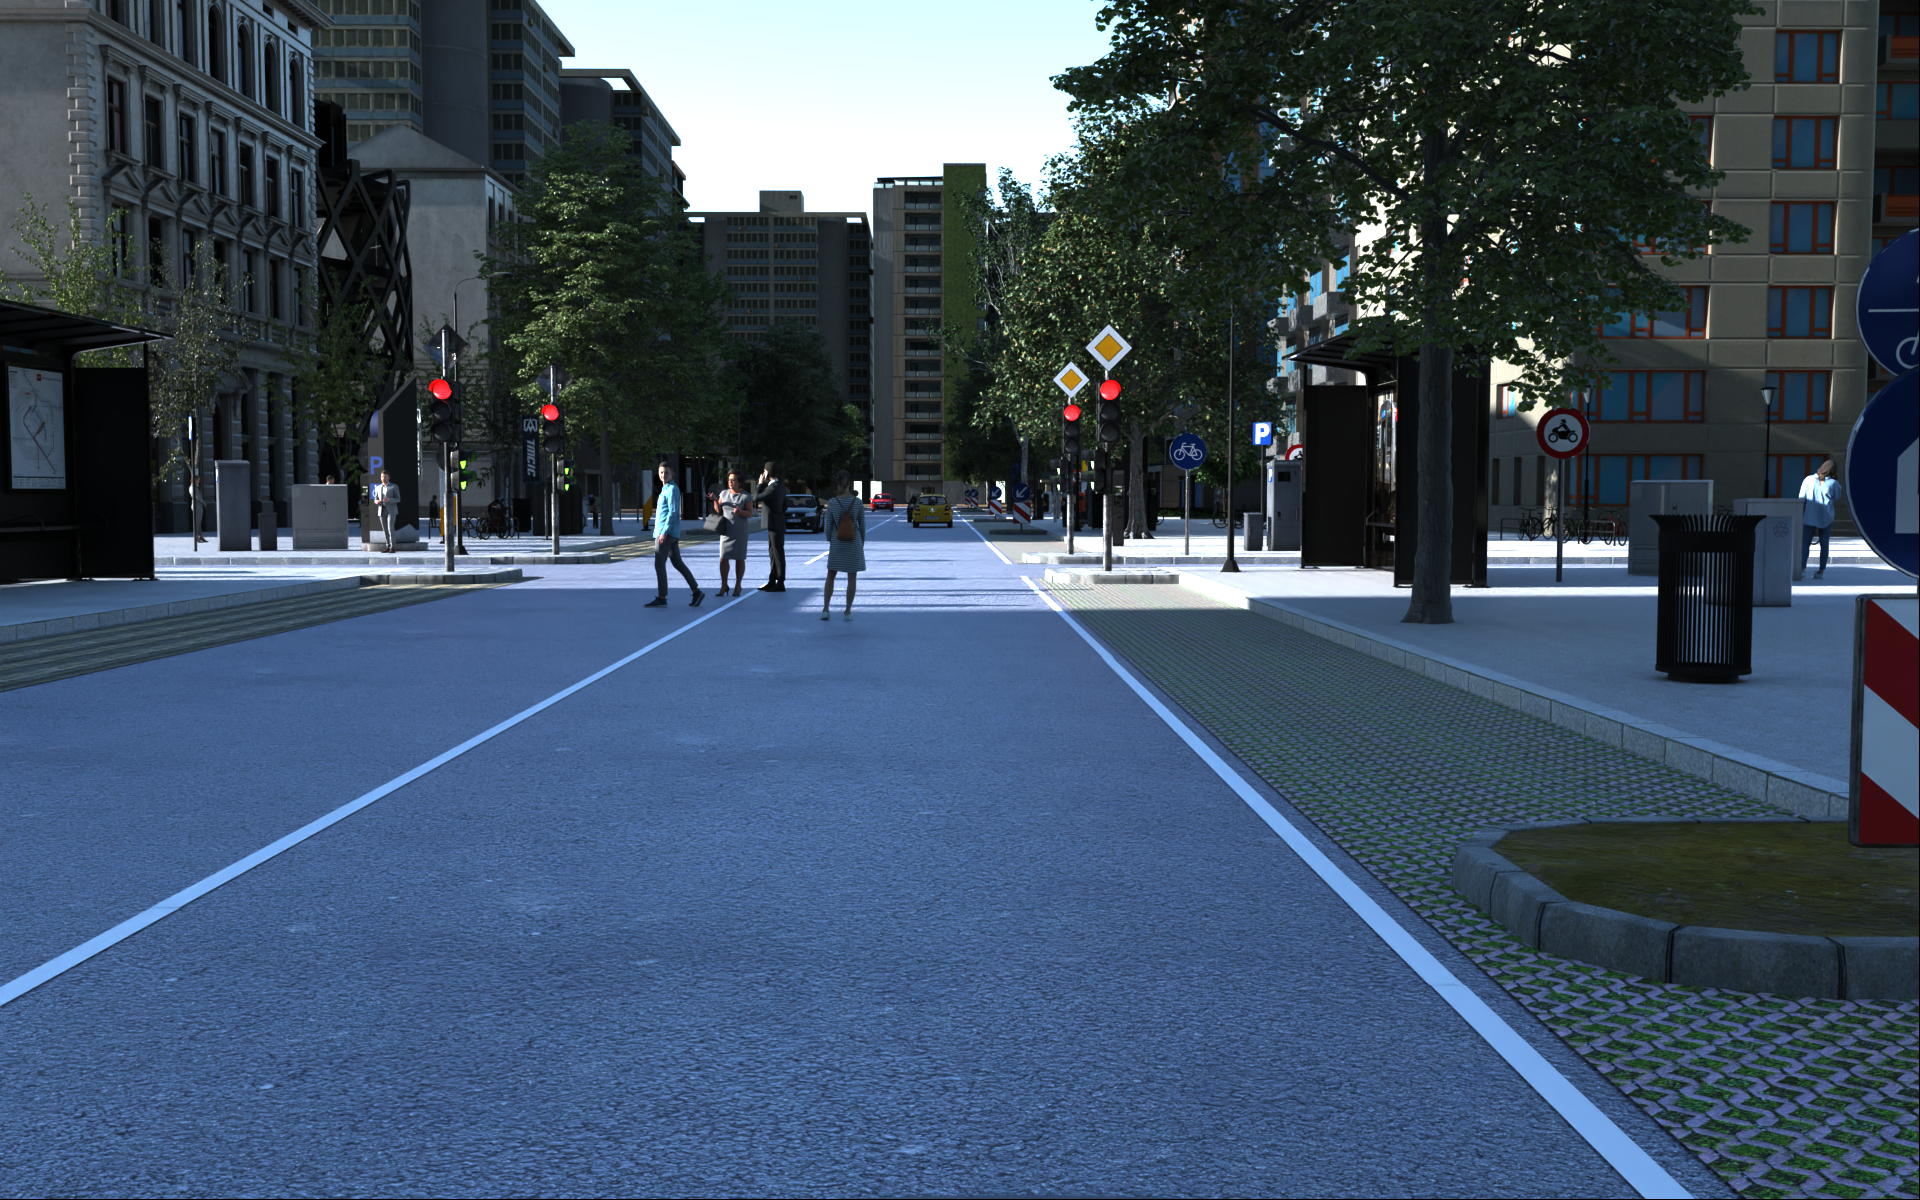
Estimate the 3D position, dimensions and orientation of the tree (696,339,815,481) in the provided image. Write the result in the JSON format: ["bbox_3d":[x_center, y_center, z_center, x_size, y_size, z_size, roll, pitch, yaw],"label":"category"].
[{"bbox_3d":[-12.608,-10.448,105.238,8.767,10.594,7.601,1,4,17],"label":"tree"}]

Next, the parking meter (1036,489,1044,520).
[{"bbox_3d":[4.003,-4.791,86.749,0.372,1.533,0.369,0,3,0],"label":"parking meter"}]

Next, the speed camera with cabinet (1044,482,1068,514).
[{"bbox_3d":[5.967,-7.194,111.952,2.038,3.252,0.660,0,4,-3],"label":"speed camera with cabinet"}]

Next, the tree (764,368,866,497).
[{"bbox_3d":[-12.912,-14.416,152.711,9.611,12.733,9.660,0,3,0],"label":"tree"}]

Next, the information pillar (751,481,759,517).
[{"bbox_3d":[-11.436,-5.626,96.477,0.304,2.012,0.304,2,4,31],"label":"information pillar"}]

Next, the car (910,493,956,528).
[{"bbox_3d":[-1.163,-3.959,74.952,2.015,1.641,3.980,0,4,0],"label":"car"}]

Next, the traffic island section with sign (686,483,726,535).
[{"bbox_3d":[-8.578,-3.220,61.275,1.989,1.847,2.006,0,4,-1],"label":"traffic island section with sign"}]

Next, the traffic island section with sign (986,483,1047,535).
[{"bbox_3d":[2.041,-3.228,61.406,1.989,1.847,2.006,0,4,-1],"label":"traffic island section with sign"}]

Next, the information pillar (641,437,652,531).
[{"bbox_3d":[-10.881,-4.211,60.198,0.183,3.616,0.504,2,4,25],"label":"information pillar"}]

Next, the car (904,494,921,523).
[{"bbox_3d":[-1.845,-4.825,88.672,2.009,1.686,4.222,0,4,-1],"label":"car"}]

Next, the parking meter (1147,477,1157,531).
[{"bbox_3d":[6.684,-3.359,60.635,0.255,1.863,0.399,-2,4,-24],"label":"parking meter"}]

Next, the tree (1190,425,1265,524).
[{"bbox_3d":[11.262,-5.514,73.869,4.285,4.588,4.351,0,3,0],"label":"tree"}]

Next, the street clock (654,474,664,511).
[{"bbox_3d":[-11.031,-3.608,63.562,0.358,2.002,0.471,-2,4,-35],"label":"street clock"}]

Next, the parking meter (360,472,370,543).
[{"bbox_3d":[-15.571,-2.440,45.603,0.255,1.863,0.399,1,4,15],"label":"parking meter"}]

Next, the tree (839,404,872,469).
[{"bbox_3d":[-12.856,-15.775,183.670,9.928,11.665,9.643,0,3,0],"label":"tree"}]

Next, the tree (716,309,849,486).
[{"bbox_3d":[-12.520,-13.122,121.193,9.857,13.997,8.962,0,3,0],"label":"tree"}]

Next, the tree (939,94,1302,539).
[{"bbox_3d":[4.954,-8.090,49.277,9.611,12.733,9.660,0,3,0],"label":"tree"}]

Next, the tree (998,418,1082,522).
[{"bbox_3d":[4.261,-7.805,77.970,4.360,8.622,3.978,0,3,0],"label":"tree"}]

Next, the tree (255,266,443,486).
[{"bbox_3d":[-19.932,-6.414,55.231,4.737,8.622,4.395,0,3,0],"label":"tree"}]

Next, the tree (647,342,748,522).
[{"bbox_3d":[-11.847,-7.938,80.149,4.737,8.622,4.395,0,3,0],"label":"tree"}]

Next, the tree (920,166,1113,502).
[{"bbox_3d":[4.143,-14.858,98.812,12.611,20.169,13.585,0,3,0],"label":"tree"}]

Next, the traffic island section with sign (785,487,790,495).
[{"bbox_3d":[-8.932,-4.869,88.228,1.989,1.847,2.006,0,4,-1],"label":"traffic island section with sign"}]

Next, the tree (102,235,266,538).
[{"bbox_3d":[-21.720,-6.001,48.473,4.360,8.622,3.978,0,3,0],"label":"tree"}]

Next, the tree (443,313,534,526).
[{"bbox_3d":[-20.621,-7.307,69.826,4.737,8.622,4.395,0,3,0],"label":"tree"}]

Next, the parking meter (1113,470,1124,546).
[{"bbox_3d":[3.891,-2.252,42.530,0.255,1.863,0.399,1,4,10],"label":"parking meter"}]

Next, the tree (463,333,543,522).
[{"bbox_3d":[-20.895,-7.900,79.526,4.360,8.622,3.978,0,3,0],"label":"tree"}]

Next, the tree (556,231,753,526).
[{"bbox_3d":[-12.033,-8.785,69.384,9.928,11.665,9.643,0,3,0],"label":"tree"}]

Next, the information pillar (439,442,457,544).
[{"bbox_3d":[-13.193,-3.262,44.689,0.504,3.616,0.183,-1,4,-14],"label":"information pillar"}]

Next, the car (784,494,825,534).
[{"bbox_3d":[-5.966,-3.316,64.004,2.009,1.686,4.222,0,4,0],"label":"car"}]

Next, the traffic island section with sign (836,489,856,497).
[{"bbox_3d":[-9.615,-7.990,139.259,1.989,1.847,2.006,0,4,-1],"label":"traffic island section with sign"}]

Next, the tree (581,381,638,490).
[{"bbox_3d":[-22.152,-9.702,108.985,4.360,8.622,3.978,0,3,0],"label":"tree"}]

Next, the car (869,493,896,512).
[{"bbox_3d":[-6.293,-8.081,141.169,2.155,1.783,4.494,0,4,-1],"label":"car"}]

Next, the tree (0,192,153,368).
[{"bbox_3d":[-21.471,-5.601,41.947,4.737,8.622,4.395,0,3,0],"label":"tree"}]

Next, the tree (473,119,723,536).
[{"bbox_3d":[-11.395,-8.276,53.435,7.486,12.596,7.792,0,3,0],"label":"tree"}]

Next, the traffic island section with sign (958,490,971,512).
[{"bbox_3d":[1.016,-7.950,138.605,1.989,1.847,2.006,0,4,-1],"label":"traffic island section with sign"}]

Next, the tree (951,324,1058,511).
[{"bbox_3d":[3.802,-13.580,128.691,9.857,13.997,8.962,0,3,0],"label":"tree"}]

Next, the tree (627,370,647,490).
[{"bbox_3d":[-18.934,-8.916,96.136,4.737,8.622,4.395,0,3,0],"label":"tree"}]

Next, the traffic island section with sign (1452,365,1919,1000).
[{"bbox_3d":[2.785,0.172,5.820,1.989,1.847,2.006,0,4,-1],"label":"traffic island section with sign"}]

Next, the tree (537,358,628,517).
[{"bbox_3d":[-20.255,-8.474,88.918,4.737,8.622,4.395,0,3,0],"label":"tree"}]

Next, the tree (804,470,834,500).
[{"bbox_3d":[-13.251,-10.810,160.461,4.285,4.588,4.351,0,3,0],"label":"tree"}]

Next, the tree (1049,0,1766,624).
[{"bbox_3d":[4.710,-6.070,17.371,7.486,12.596,7.792,0,3,0],"label":"tree"}]

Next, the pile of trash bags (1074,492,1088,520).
[{"bbox_3d":[6.132,-4.421,82.029,1.912,1.369,3.447,1,4,19],"label":"pile of trash bags"}]

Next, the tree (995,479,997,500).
[{"bbox_3d":[3.854,-13.530,171.578,4.360,8.622,3.978,0,3,0],"label":"tree"}]

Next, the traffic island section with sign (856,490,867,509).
[{"bbox_3d":[-9.971,-9.638,166.212,1.989,1.847,2.006,0,4,-1],"label":"traffic island section with sign"}]

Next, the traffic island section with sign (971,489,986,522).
[{"bbox_3d":[1.682,-4.880,88.421,1.989,1.847,2.006,0,4,-1],"label":"traffic island section with sign"}]

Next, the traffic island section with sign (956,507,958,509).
[{"bbox_3d":[0.656,-9.598,165.558,1.989,1.847,2.006,0,4,-1],"label":"traffic island section with sign"}]
